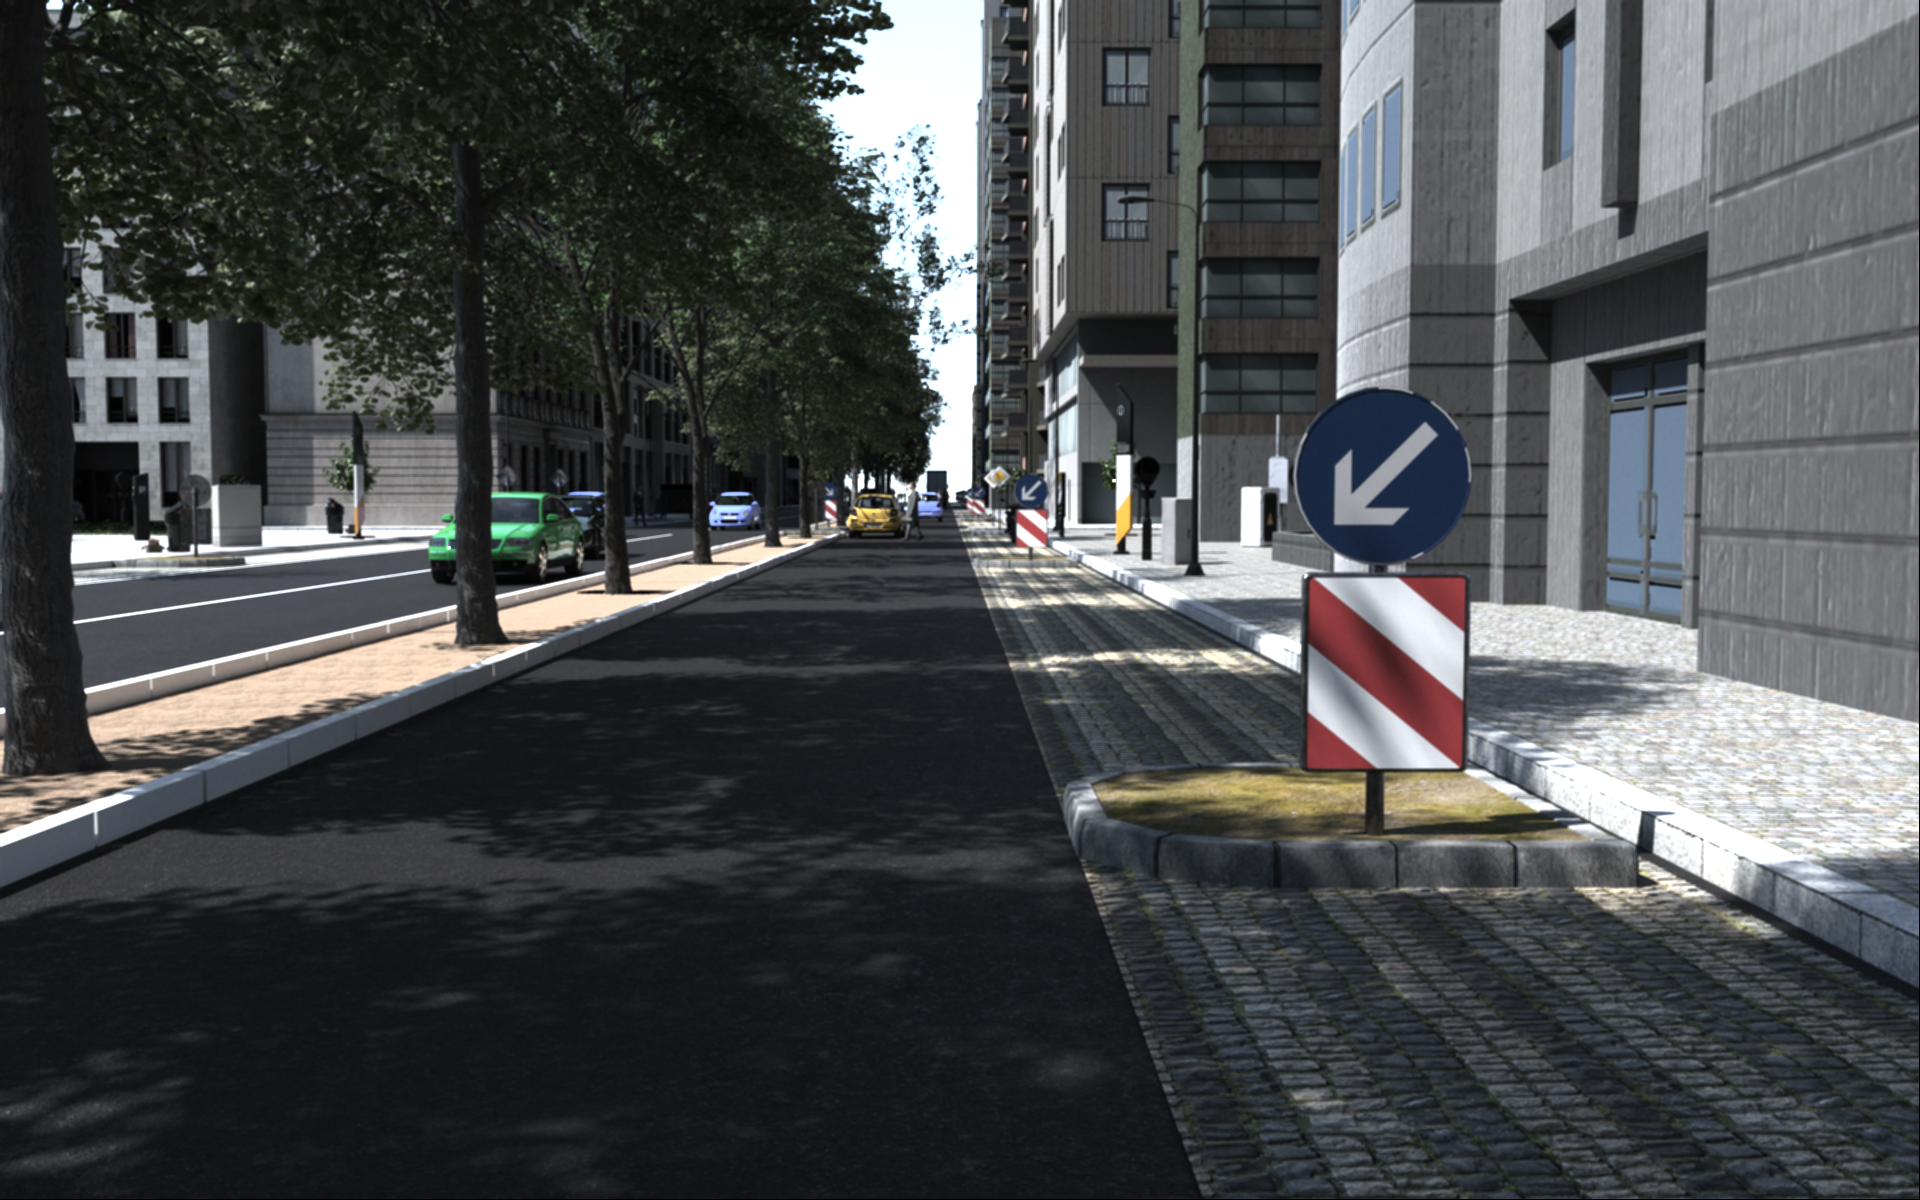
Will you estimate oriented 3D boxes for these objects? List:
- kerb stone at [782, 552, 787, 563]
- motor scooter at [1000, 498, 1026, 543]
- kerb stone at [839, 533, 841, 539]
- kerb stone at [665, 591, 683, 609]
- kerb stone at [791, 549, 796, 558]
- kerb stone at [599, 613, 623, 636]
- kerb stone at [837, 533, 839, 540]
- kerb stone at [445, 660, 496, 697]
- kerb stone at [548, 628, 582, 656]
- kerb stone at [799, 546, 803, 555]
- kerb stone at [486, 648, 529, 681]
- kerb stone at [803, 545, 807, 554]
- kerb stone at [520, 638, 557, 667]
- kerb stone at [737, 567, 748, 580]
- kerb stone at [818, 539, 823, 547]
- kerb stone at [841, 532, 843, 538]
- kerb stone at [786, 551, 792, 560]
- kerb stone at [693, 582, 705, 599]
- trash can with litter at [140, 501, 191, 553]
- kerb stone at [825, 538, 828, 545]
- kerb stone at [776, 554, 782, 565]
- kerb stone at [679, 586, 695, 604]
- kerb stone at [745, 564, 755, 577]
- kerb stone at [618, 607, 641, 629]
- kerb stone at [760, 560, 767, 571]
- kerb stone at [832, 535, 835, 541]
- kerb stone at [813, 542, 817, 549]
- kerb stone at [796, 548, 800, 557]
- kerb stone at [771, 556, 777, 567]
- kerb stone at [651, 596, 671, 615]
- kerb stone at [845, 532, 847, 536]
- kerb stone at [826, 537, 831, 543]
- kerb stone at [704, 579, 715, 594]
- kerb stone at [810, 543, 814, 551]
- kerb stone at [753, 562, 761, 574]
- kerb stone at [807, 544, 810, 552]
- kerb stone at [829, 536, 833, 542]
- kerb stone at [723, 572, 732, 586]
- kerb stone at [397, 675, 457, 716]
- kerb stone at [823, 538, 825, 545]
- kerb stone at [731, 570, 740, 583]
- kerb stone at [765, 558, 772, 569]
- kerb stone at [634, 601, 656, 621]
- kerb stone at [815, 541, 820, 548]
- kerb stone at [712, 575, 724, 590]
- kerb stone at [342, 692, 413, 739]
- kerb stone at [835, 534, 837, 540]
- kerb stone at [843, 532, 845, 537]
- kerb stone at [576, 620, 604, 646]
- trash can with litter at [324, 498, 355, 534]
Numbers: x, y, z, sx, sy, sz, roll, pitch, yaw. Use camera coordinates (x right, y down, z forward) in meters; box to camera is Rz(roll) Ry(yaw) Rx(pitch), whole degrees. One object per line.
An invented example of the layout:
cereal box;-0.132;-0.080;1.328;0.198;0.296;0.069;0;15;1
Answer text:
kerb stone;-3.773;-0.859;36.235;0.120;0.150;1.000;0;4;0
motor scooter;1.598;-2.329;50.854;0.815;1.314;1.986;0;4;0
kerb stone;-3.914;-1.986;54.661;0.120;0.150;1.000;0;4;0
kerb stone;-3.670;0.018;21.896;0.120;0.150;1.000;0;4;0
kerb stone;-3.786;-0.984;38.291;0.120;0.150;1.000;0;4;0
kerb stone;-3.644;0.273;17.790;0.120;0.150;1.000;0;4;0
kerb stone;-3.911;-1.920;53.637;0.120;0.150;1.000;0;4;0
kerb stone;-3.605;0.584;12.663;0.120;0.150;1.000;0;4;0
kerb stone;-3.626;0.395;15.743;0.120;0.150;1.000;0;4;0
kerb stone;-3.810;-1.110;40.341;0.120;0.150;1.000;0;4;0
kerb stone;-3.613;0.520;13.693;0.120;0.150;1.000;0;4;0
kerb stone;-3.814;-1.172;41.363;0.120;0.150;1.000;0;4;0
kerb stone;-3.622;0.457;14.716;0.120;0.150;1.000;0;4;0
kerb stone;-3.723;-0.420;29.062;0.120;0.150;1.000;0;4;0
kerb stone;-3.846;-1.485;46.476;0.120;0.150;1.000;0;4;0
kerb stone;-3.923;-2.048;55.684;0.120;0.150;1.000;0;4;0
kerb stone;-3.781;-0.917;37.264;0.120;0.150;1.000;0;4;0
kerb stone;-3.685;-0.107;23.942;0.120;0.150;1.000;0;4;0
trash can with litter;-17.441;-1.636;38.141;1.055;1.170;0.624;-3;4;-39
kerb stone;-3.877;-1.605;48.520;0.120;0.150;1.000;0;4;0
kerb stone;-3.770;-0.796;35.203;0.120;0.150;1.000;0;4;0
kerb stone;-3.676;-0.044;22.919;0.120;0.150;1.000;0;4;0
kerb stone;-3.729;-0.482;30.084;0.120;0.150;1.000;0;4;0
kerb stone;-3.646;0.207;18.812;0.120;0.150;1.000;0;4;0
kerb stone;-3.741;-0.605;32.132;0.120;0.150;1.000;0;4;0
kerb stone;-3.888;-1.797;51.592;0.120;0.150;1.000;0;4;0
kerb stone;-3.838;-1.360;44.430;0.120;0.150;1.000;0;4;0
kerb stone;-3.801;-1.040;39.319;0.120;0.150;1.000;0;4;0
kerb stone;-3.762;-0.733;34.177;0.120;0.150;1.000;0;4;0
kerb stone;-3.658;0.081;20.874;0.120;0.150;1.000;0;4;0
kerb stone;-3.936;-2.163;57.739;0.120;0.150;1.000;0;4;0
kerb stone;-3.870;-1.669;49.548;0.120;0.150;1.000;0;4;0
kerb stone;-3.699;-0.169;24.965;0.120;0.150;1.000;0;4;0
kerb stone;-3.834;-1.293;43.408;0.120;0.150;1.000;0;4;0
kerb stone;-3.743;-0.545;31.110;0.120;0.150;1.000;0;4;0
kerb stone;-3.828;-1.235;42.386;0.120;0.150;1.000;0;4;0
kerb stone;-3.887;-1.731;50.570;0.120;0.150;1.000;0;4;0
kerb stone;-3.712;-0.295;27.012;0.120;0.150;1.000;0;4;0
kerb stone;-3.598;0.646;11.634;0.120;0.150;1.000;0;4;0
kerb stone;-3.860;-1.548;47.498;0.120;0.150;1.000;0;4;0
kerb stone;-3.721;-0.354;28.035;0.120;0.150;1.000;0;4;0
kerb stone;-3.752;-0.668;33.155;0.120;0.150;1.000;0;4;0
kerb stone;-3.655;0.144;19.845;0.120;0.150;1.000;0;4;0
kerb stone;-3.843;-1.420;45.454;0.120;0.150;1.000;0;4;0
kerb stone;-3.698;-0.232;25.990;0.120;0.150;1.000;0;4;0
kerb stone;-3.586;0.708;10.612;0.120;0.150;1.000;0;4;0
kerb stone;-3.899;-1.861;52.615;0.120;0.150;1.000;0;4;0
kerb stone;-3.931;-2.106;56.706;0.120;0.150;1.000;0;4;0
kerb stone;-3.629;0.332;16.765;0.120;0.150;1.000;0;4;0
trash can with litter;-19.924;-2.721;55.877;1.055;1.170;0.624;-2;4;-29
